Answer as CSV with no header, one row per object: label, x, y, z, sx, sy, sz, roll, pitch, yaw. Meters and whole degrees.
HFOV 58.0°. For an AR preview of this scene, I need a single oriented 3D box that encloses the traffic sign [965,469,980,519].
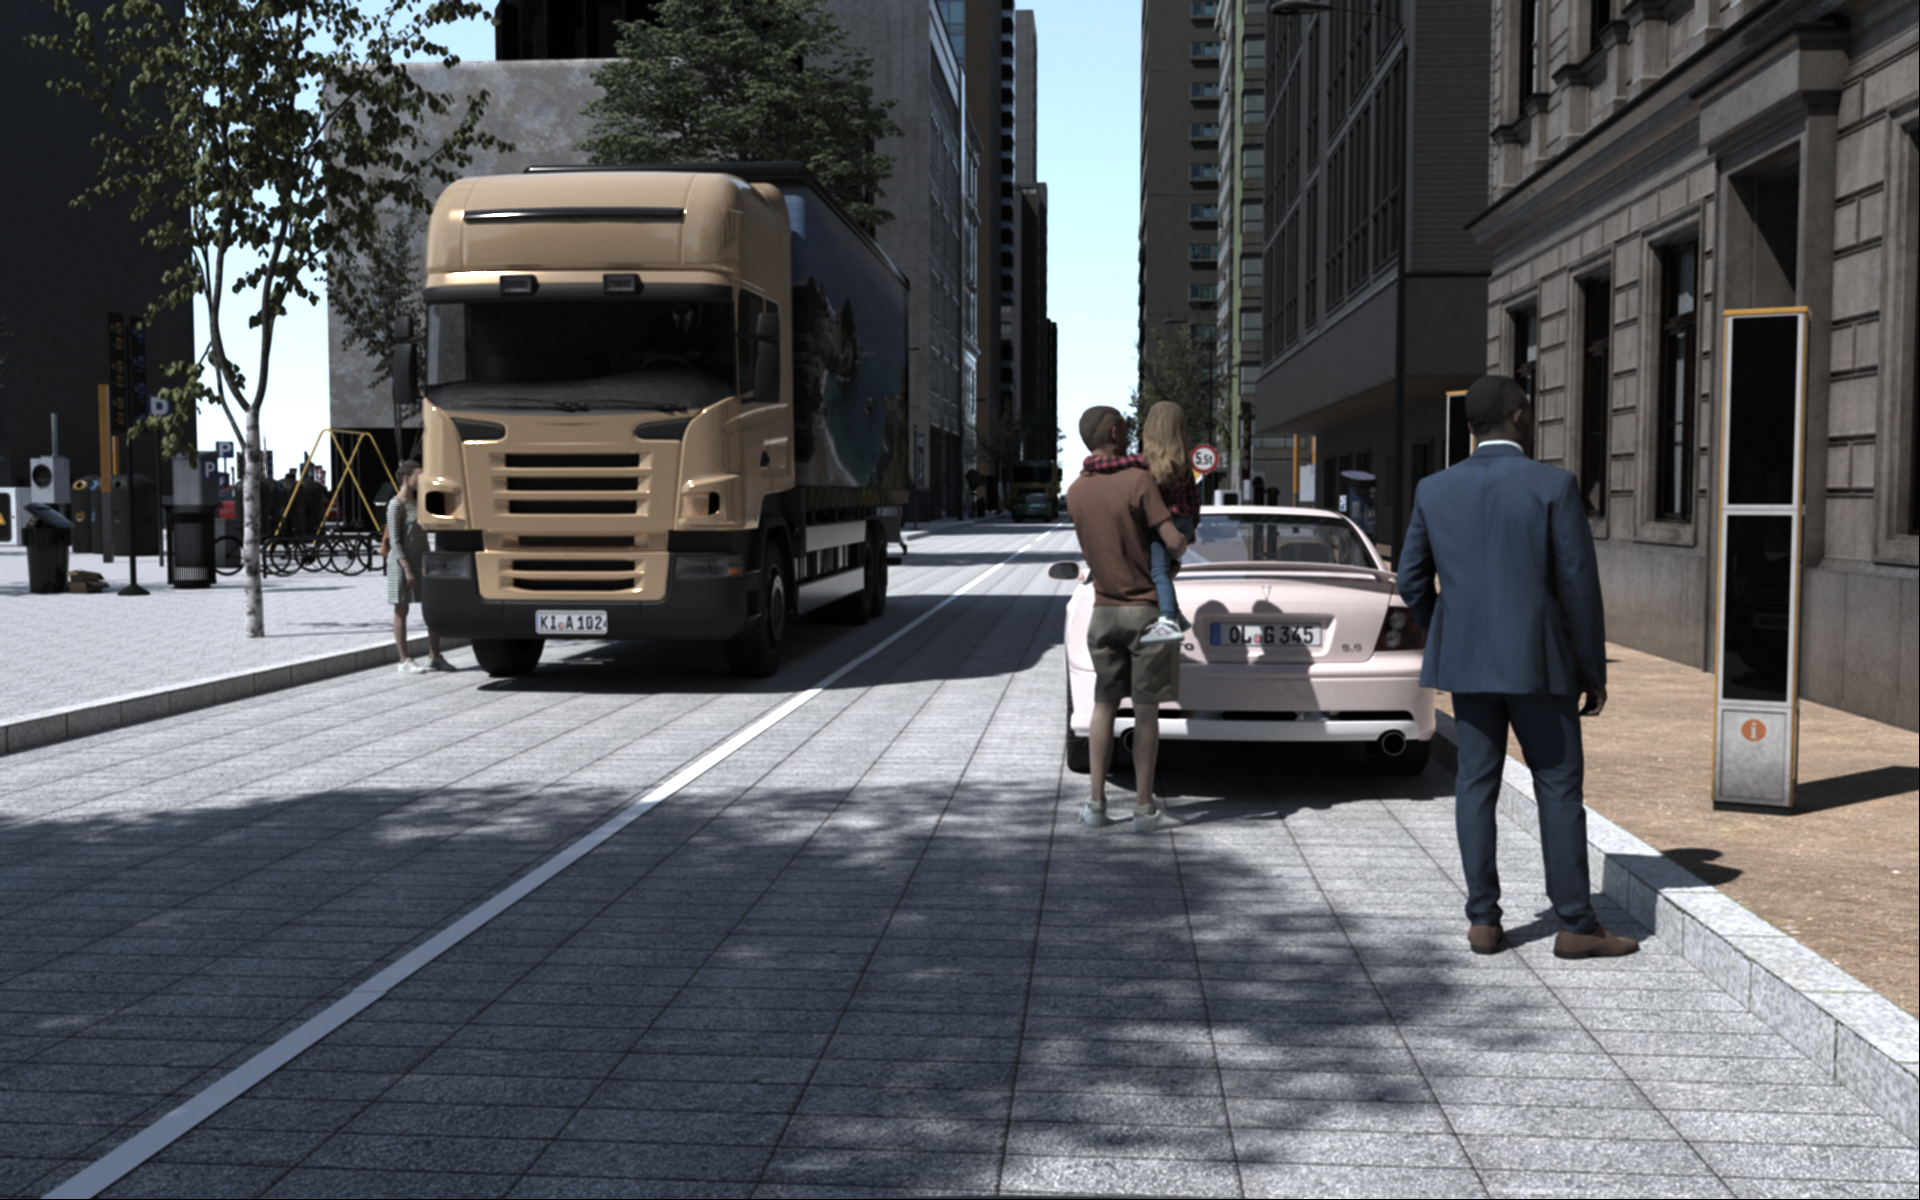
traffic sign,0.644,-5.424,88.794,0.768,2.556,0.104,1,4,14

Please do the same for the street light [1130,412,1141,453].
street light,10.547,-7.707,98.543,1.470,5.913,1.316,0,4,5

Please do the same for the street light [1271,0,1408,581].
street light,3.627,-2.684,16.424,1.470,5.913,1.316,0,4,5

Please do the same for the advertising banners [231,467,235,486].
advertising banners,-46.301,-7.026,111.061,0.090,3.025,2.074,0,4,0

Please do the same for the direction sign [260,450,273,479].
direction sign,-36.075,-5.993,89.989,0.876,3.537,0.379,1,4,11

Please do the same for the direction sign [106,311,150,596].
direction sign,-10.522,-1.832,21.949,0.379,3.537,0.876,0,4,2

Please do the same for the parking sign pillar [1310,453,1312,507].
parking sign pillar,16.625,-5.529,78.878,1.447,3.967,1.447,3,4,38

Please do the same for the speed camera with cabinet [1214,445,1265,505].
speed camera with cabinet,11.269,-4.617,69.827,2.038,3.252,0.660,-1,4,-21

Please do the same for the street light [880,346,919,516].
street light,-1.972,-5.023,54.668,1.470,5.913,1.316,0,4,5

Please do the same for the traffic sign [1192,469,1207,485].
traffic sign,6.254,-2.599,46.131,0.795,2.450,0.064,0,4,5

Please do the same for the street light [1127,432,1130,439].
street light,13.070,-9.566,128.947,1.470,5.913,1.316,0,4,5

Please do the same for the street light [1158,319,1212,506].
street light,6.114,-4.499,46.093,1.470,5.913,1.316,0,4,5

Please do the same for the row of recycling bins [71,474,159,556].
row of recycling bins,-18.061,-1.832,37.058,1.069,1.692,3.534,-3,5,-43

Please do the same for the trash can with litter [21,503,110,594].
trash can with litter,-11.617,-0.682,22.537,1.055,1.170,0.624,0,4,7

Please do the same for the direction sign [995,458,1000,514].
direction sign,2.380,-7.165,109.137,0.379,3.537,0.876,1,4,17

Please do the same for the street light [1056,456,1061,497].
street light,11.387,-14.757,213.812,1.470,5.913,1.316,0,4,5

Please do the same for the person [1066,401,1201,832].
person,0.767,0.061,7.470,0.580,1.828,0.573,0,4,-7

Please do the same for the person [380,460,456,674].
person,-4.394,-0.267,13.870,0.522,1.701,0.512,1,4,13

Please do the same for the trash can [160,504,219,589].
trash can,-10.483,-0.732,23.615,0.748,1.137,0.748,0,3,0

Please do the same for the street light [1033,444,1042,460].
street light,6.973,-11.532,161.081,1.470,5.913,1.316,0,4,5

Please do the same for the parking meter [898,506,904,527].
parking meter,-2.335,-3.561,66.640,0.372,1.533,0.369,0,3,0

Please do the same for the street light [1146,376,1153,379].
street light,8.029,-5.865,68.435,1.470,5.913,1.316,0,4,5

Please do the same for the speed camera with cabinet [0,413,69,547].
speed camera with cabinet,-22.861,-2.941,42.417,2.038,3.252,0.660,1,4,14

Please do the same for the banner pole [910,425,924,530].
banner pole,-1.505,-4.451,62.787,0.401,3.779,0.863,2,4,28

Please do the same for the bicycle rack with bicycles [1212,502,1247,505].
bicycle rack with bicycles,11.528,-3.738,74.506,2.925,0.926,2.852,-2,4,-27

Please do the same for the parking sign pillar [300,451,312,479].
parking sign pillar,-40.606,-7.289,107.649,1.447,3.967,1.447,-3,4,-36

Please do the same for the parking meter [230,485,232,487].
parking meter,-48.442,-6.672,114.798,0.399,1.863,0.255,1,4,22

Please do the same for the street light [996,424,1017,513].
street light,3.030,-8.658,114.094,1.470,5.913,1.316,0,4,5

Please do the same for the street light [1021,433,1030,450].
street light,4.467,-9.710,131.305,1.470,5.913,1.316,0,4,5

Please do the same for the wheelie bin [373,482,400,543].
wheelie bin,-14.931,-2.295,45.429,0.980,1.594,0.693,3,4,37

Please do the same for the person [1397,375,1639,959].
person,1.730,0.201,5.404,0.721,1.800,0.419,2,4,29

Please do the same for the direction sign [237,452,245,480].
direction sign,-38.273,-6.131,92.244,0.876,3.537,0.379,3,5,42

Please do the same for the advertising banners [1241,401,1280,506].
advertising banners,5.806,-2.287,33.574,0.090,3.025,2.074,2,4,31

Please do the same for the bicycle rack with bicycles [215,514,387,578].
bicycle rack with bicycles,-10.387,-0.867,27.562,2.925,0.926,2.852,-2,4,-25

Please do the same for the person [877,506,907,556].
person,-1.557,-1.914,39.675,0.818,1.842,0.514,3,5,42

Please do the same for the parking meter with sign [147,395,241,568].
parking meter with sign,-13.376,-2.081,30.289,1.738,3.016,0.543,1,4,22

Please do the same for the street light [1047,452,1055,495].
street light,9.418,-13.358,190.937,1.470,5.913,1.316,0,4,5

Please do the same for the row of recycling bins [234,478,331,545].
row of recycling bins,-17.654,-2.310,44.878,1.069,1.692,3.534,0,4,8

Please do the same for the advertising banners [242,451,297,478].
advertising banners,-26.558,-4.317,66.776,2.074,3.025,0.090,-1,4,-11

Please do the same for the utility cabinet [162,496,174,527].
utility cabinet,-30.709,-3.405,66.827,1.020,1.237,0.306,-2,4,-34

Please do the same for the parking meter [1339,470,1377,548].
parking meter,4.087,-0.575,17.811,0.372,1.533,0.369,0,3,0

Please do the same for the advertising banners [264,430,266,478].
advertising banners,-19.129,-3.154,47.757,0.090,3.025,2.074,-1,4,-20

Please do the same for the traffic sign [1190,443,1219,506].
traffic sign,6.154,-2.667,43.707,0.768,2.556,0.104,1,4,14

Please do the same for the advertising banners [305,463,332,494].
advertising banners,-35.644,-6.174,97.129,2.074,3.025,0.090,-2,4,-35

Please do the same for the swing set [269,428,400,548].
swing set,-15.075,-2.749,42.564,2.862,2.851,3.119,0,4,0

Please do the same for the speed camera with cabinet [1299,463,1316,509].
speed camera with cabinet,11.347,-3.667,54.291,0.660,3.252,2.038,3,4,38

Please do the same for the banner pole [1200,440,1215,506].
banner pole,11.473,-5.507,80.061,0.863,3.779,0.401,0,4,7

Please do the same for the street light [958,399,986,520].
street light,0.567,-6.843,84.423,1.470,5.913,1.316,0,4,5
